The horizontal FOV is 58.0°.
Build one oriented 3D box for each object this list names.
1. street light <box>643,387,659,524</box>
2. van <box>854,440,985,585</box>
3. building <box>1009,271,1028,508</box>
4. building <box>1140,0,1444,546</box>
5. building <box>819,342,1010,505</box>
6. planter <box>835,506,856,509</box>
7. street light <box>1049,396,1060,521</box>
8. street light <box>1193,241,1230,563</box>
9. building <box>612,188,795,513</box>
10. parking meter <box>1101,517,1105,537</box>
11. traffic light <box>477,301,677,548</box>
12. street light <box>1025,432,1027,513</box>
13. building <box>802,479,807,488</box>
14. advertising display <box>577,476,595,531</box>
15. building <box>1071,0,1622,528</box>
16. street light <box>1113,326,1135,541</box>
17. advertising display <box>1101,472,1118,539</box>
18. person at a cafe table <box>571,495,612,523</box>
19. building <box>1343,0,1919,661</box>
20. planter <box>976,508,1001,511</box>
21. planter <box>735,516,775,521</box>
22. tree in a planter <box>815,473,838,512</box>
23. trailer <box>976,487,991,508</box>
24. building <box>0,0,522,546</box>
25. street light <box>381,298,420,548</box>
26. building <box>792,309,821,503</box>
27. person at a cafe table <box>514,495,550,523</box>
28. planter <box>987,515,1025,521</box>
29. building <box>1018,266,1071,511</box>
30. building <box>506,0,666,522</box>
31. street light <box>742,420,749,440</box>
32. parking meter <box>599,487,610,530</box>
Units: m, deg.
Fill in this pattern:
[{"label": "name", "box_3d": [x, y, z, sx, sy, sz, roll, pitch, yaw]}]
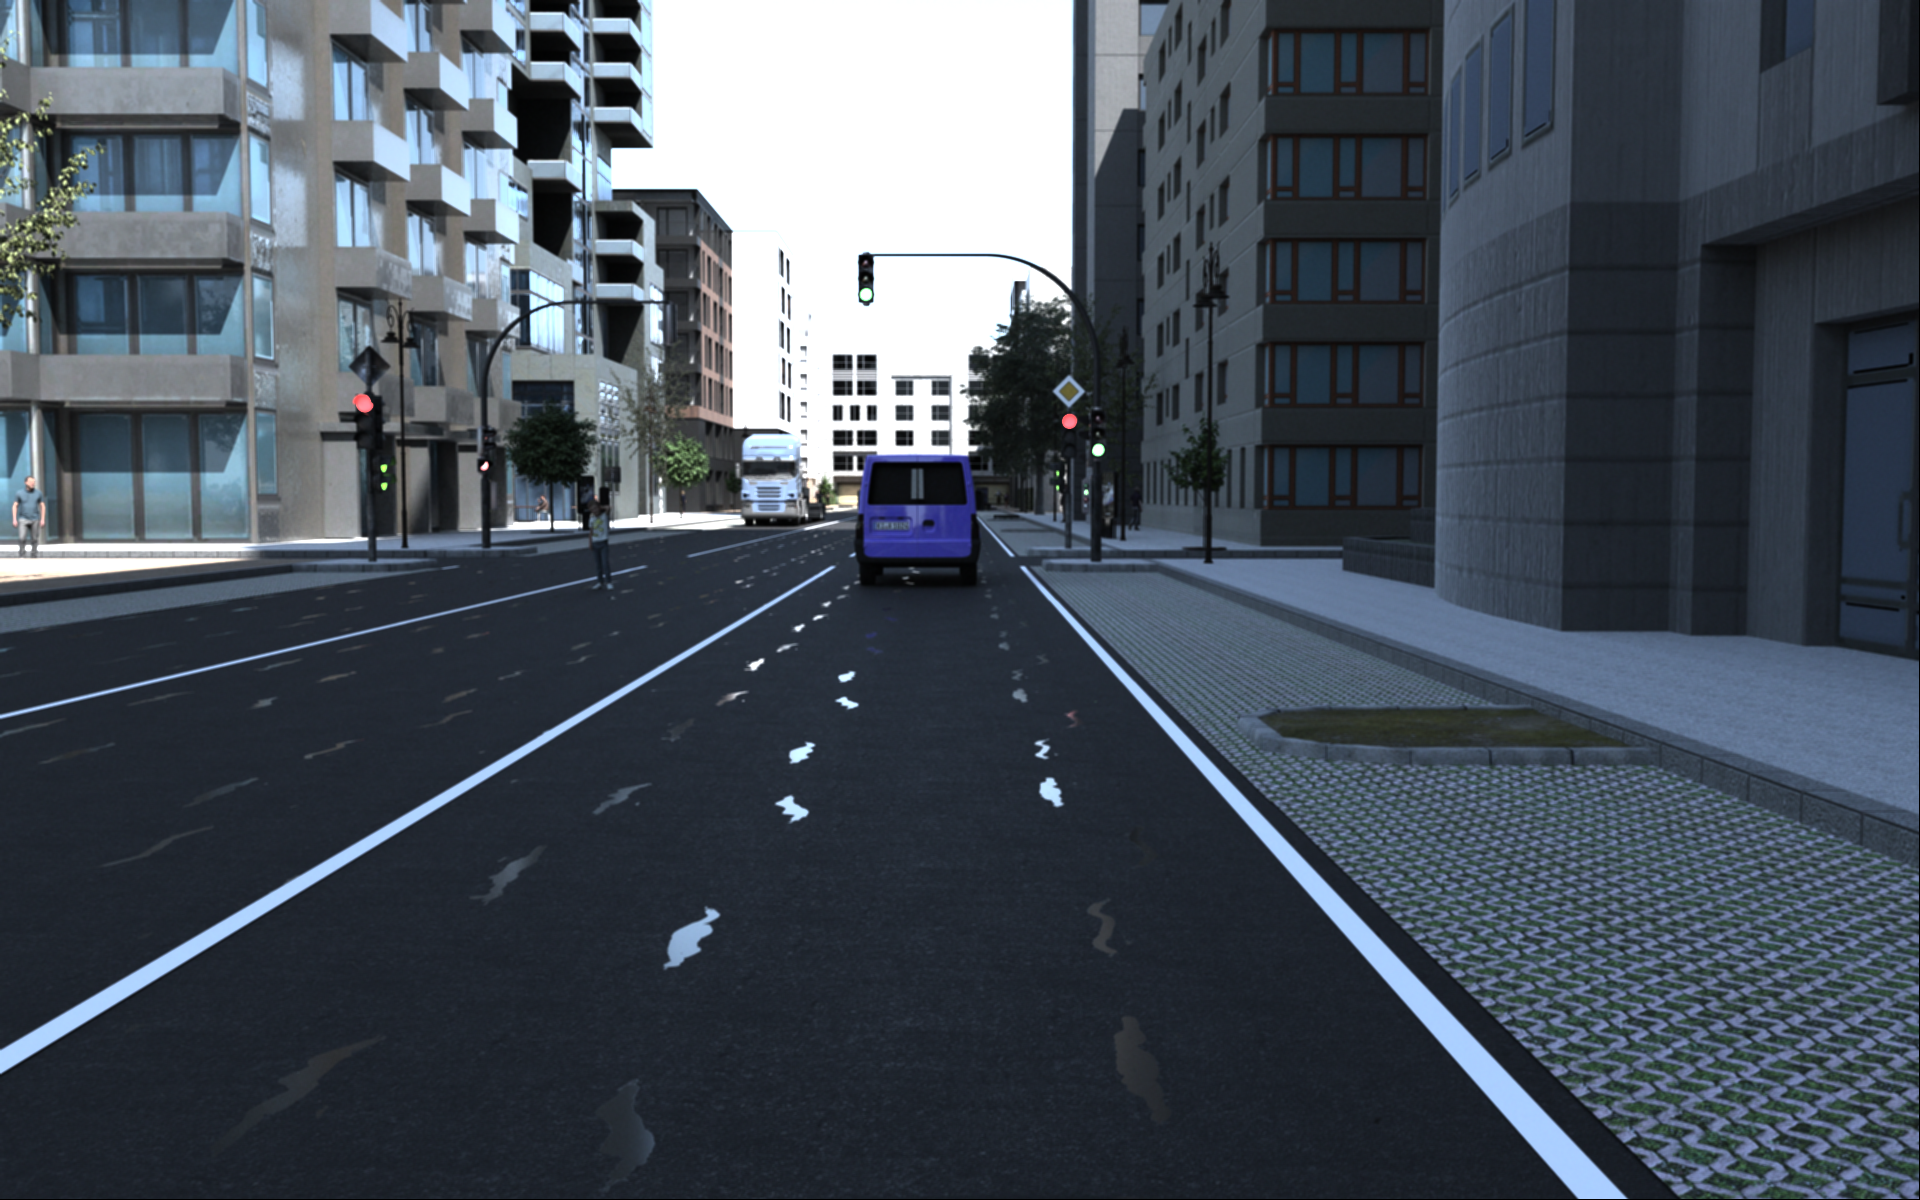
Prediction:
[{"label": "street light", "box_3d": [-13.325, -6.230, 74.655, 0.468, 5.910, 1.993, 0, 4, 0]}, {"label": "van", "box_3d": [-0.672, -1.502, 28.949, 2.240, 2.365, 5.245, 0, 4, -1]}, {"label": "building", "box_3d": [18.841, -20.240, 174.894, 27.936, 21.610, 32.646, 0, 4, 0]}, {"label": "building", "box_3d": [21.781, -12.880, 55.624, 28.899, 21.520, 27.650, 0, 4, 0]}, {"label": "building", "box_3d": [-0.697, -20.978, 209.449, 31.486, 18.905, 16.747, 0, 4, 0]}, {"label": "planter", "box_3d": [-11.178, -9.083, 169.646, 1.991, 0.319, 1.994, 0, 4, 0]}, {"label": "street light", "box_3d": [4.472, -6.648, 81.489, 0.468, 5.910, 1.993, 0, 4, 0]}, {"label": "street light", "box_3d": [4.606, -3.617, 31.929, 0.468, 5.910, 1.993, 0, 4, 0]}, {"label": "building", "box_3d": [-28.099, -17.637, 132.346, 27.936, 21.610, 32.646, 0, 4, 0]}, {"label": "parking meter", "box_3d": [4.280, -2.820, 51.819, 0.399, 1.863, 0.255, -3, 4, -37]}, {"label": "traffic light", "box_3d": [-9.070, -4.045, 40.807, 4.771, 5.953, 1.251, 0, 4, 0]}, {"label": "street light", "box_3d": [4.415, -8.736, 115.615, 0.468, 5.910, 1.993, 0, 4, 0]}, {"label": "building", "box_3d": [-30.470, -16.129, 205.862, 28.070, 9.664, 9.099, 0, 4, 0]}, {"label": "advertising display", "box_3d": [-13.087, -3.386, 60.582, 0.123, 1.923, 0.974, 1, 4, 19]}, {"label": "building", "box_3d": [15.928, -33.111, 83.362, 21.231, 58.520, 28.212, 0, 4, 0]}, {"label": "street light", "box_3d": [4.503, -4.581, 47.686, 0.468, 5.910, 1.993, 0, 4, 0]}, {"label": "advertising display", "box_3d": [4.308, -2.735, 49.931, 0.123, 1.923, 0.974, -1, 4, -18]}, {"label": "person at a cafe table", "box_3d": [-16.329, -4.066, 77.335, 1.698, 1.238, 1.726, 0, 4, -2]}, {"label": "building", "box_3d": [16.099, -29.016, 16.410, 21.231, 58.520, 28.212, 0, 4, 0]}, {"label": "planter", "box_3d": [2.334, -7.438, 142.743, 1.991, 0.319, 1.994, 0, 4, 0]}, {"label": "planter", "box_3d": [-10.999, -4.409, 93.228, 1.991, 0.319, 1.994, 0, 4, 0]}, {"label": "tree in a planter", "box_3d": [-11.113, -8.892, 142.613, 1.991, 3.239, 1.994, 0, 4, 0]}, {"label": "trailer", "box_3d": [1.888, -8.562, 147.033, 1.471, 1.999, 3.904, 0, 4, 1]}, {"label": "building", "box_3d": [-27.439, -26.645, 55.259, 23.786, 49.044, 30.456, 0, 4, 0]}, {"label": "street light", "box_3d": [-13.200, -4.172, 41.006, 0.468, 5.910, 1.993, 0, 4, 0]}, {"label": "building", "box_3d": [-20.698, -19.994, 183.321, 11.380, 20.091, 16.016, 0, 4, 0]}, {"label": "person at a cafe table", "box_3d": [-19.270, -4.112, 78.100, 1.726, 1.238, 1.698, 0, 4, -8]}, {"label": "planter", "box_3d": [2.455, -4.393, 92.958, 1.991, 0.319, 1.994, 0, 4, 0]}, {"label": "building", "box_3d": [13.778, -16.911, 142.960, 16.747, 18.905, 31.486, 0, 4, 0]}, {"label": "building", "box_3d": [-27.956, -47.718, 92.855, 22.319, 86.520, 31.000, 0, 4, 0]}, {"label": "street light", "box_3d": [-13.413, -8.300, 108.486, 0.468, 5.910, 1.993, 0, 4, 0]}, {"label": "parking meter", "box_3d": [-12.821, -3.307, 62.483, 0.372, 1.533, 0.369, 0, 3, 0]}]
